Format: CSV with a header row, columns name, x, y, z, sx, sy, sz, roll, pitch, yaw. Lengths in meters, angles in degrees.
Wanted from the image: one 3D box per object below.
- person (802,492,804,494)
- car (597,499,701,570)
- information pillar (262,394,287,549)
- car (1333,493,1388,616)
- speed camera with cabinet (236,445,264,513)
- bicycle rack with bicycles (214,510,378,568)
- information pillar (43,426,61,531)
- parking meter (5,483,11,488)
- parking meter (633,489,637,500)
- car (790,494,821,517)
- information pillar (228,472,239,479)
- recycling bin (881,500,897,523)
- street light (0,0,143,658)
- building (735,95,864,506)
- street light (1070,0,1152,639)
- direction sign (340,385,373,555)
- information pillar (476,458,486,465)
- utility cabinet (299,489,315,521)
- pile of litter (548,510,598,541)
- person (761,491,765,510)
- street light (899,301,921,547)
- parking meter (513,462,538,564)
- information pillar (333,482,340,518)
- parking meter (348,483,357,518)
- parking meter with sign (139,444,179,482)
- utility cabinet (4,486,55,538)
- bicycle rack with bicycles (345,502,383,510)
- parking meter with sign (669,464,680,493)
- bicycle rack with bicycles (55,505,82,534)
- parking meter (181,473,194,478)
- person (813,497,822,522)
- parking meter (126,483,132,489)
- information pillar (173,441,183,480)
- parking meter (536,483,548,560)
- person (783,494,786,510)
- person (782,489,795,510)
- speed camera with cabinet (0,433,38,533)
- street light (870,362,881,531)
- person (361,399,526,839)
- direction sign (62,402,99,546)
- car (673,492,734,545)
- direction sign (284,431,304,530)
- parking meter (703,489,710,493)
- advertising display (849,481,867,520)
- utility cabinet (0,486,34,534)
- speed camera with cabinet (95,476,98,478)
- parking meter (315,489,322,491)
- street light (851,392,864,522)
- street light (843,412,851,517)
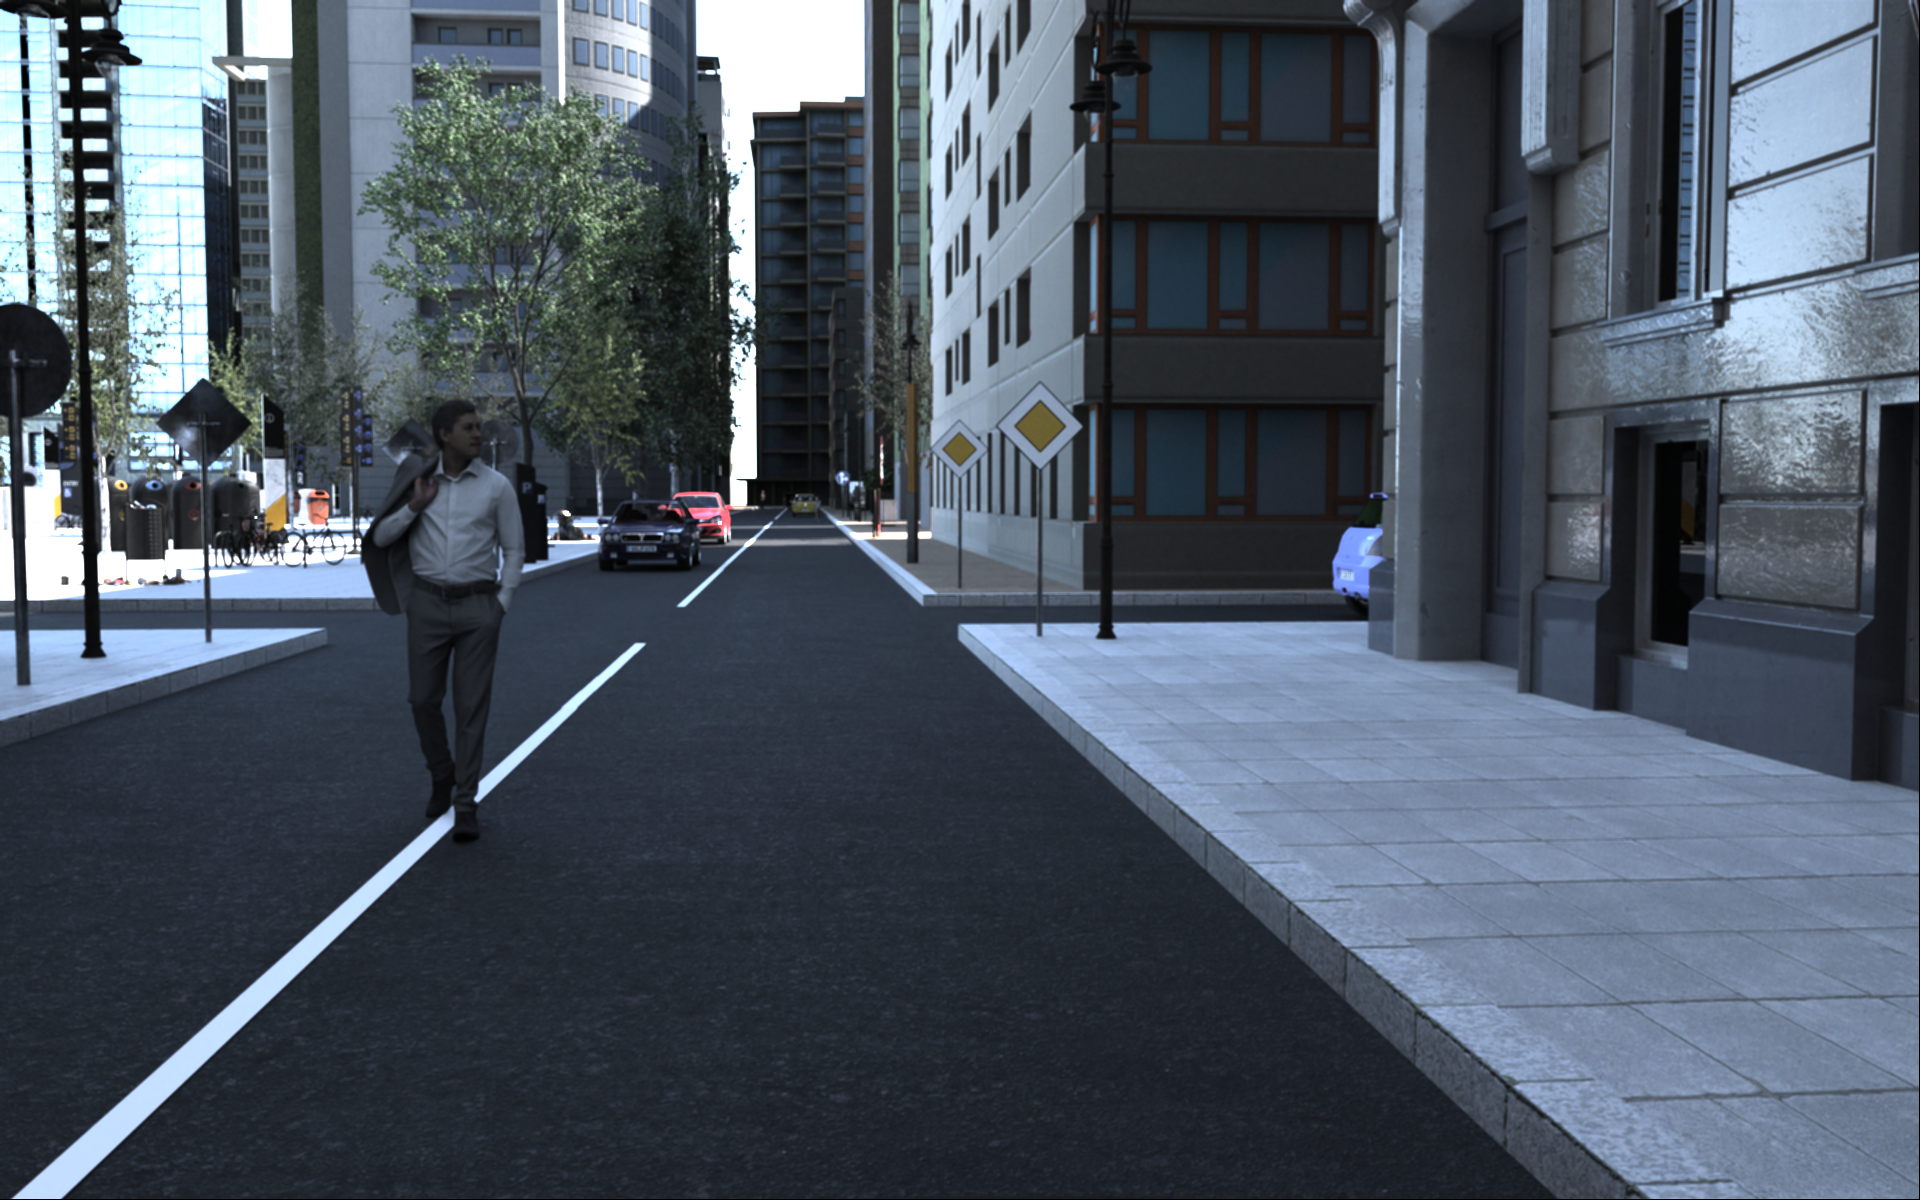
name,x,y,z,sx,sy,sz,roll,pitch,yaw
person,-12.599,-7.872,138.680,0.415,1.643,0.593,-3,5,-41
car,-6.021,-1.297,33.778,1.945,1.354,3.894,0,4,-5
information pillar,-16.116,-3.017,40.678,0.504,3.616,0.183,-3,4,-36
car,6.169,-0.621,19.742,3.694,1.707,1.945,0,4,-6
speed camera with cabinet,-28.445,-4.642,70.240,2.038,3.252,0.660,1,4,21
bicycle rack with bicycles,-12.202,-1.077,30.994,2.852,0.926,2.925,1,4,14
information pillar,-31.247,-4.172,59.572,0.504,3.616,0.183,-3,4,-39
parking meter,-47.973,-4.989,87.284,0.399,1.863,0.255,0,4,-2
parking meter,-14.667,-4.294,78.616,0.372,1.533,0.369,0,3,0
car,-9.909,-6.166,111.043,2.015,1.641,3.980,0,4,-5
information pillar,-24.707,-3.331,58.953,0.304,2.012,0.304,-1,4,-15
recycling bin,-3.291,-4.029,78.420,0.722,1.027,0.722,-1,4,-17
street light,-6.820,-2.487,13.454,0.468,5.910,1.993,0,4,-5
building,-10.327,-32.959,193.496,28.867,44.769,22.147,0,4,-5
street light,1.299,-2.595,15.215,0.468,5.910,1.993,0,4,-5
direction sign,-12.754,-2.717,36.414,0.876,3.537,0.379,3,5,44
information pillar,-23.407,-5.711,84.732,0.504,3.616,0.183,0,4,-4
utility cabinet,-31.060,-4.506,82.352,0.318,1.500,1.173,-3,5,-44
pile of litter,-10.743,-2.058,47.608,1.719,0.858,1.176,2,4,35
person,-17.967,-9.161,158.816,0.750,1.759,0.617,2,4,31
street light,-1.205,-4.209,41.601,0.468,5.910,1.993,0,4,-5
parking meter,-8.043,-1.612,32.063,0.399,1.863,0.255,-2,4,-33
information pillar,-33.899,-5.484,94.158,0.304,2.012,0.304,-3,4,-36
parking meter,-32.743,-5.364,93.412,0.399,1.863,0.255,1,4,17
parking meter with sign,-28.333,-3.940,60.680,1.738,3.016,0.543,-1,4,-15
utility cabinet,-26.786,-2.524,49.946,1.173,1.500,0.318,-2,4,-34
bicycle rack with bicycles,-26.210,-3.949,77.948,2.852,0.926,2.925,1,4,15
parking meter with sign,-15.747,-6.109,96.144,0.543,3.016,1.738,0,4,-2
bicycle rack with bicycles,-27.061,-2.576,55.504,2.925,0.926,2.852,2,4,26
parking meter,-21.535,-2.607,48.333,0.255,1.863,0.399,-1,4,-9
person,-7.204,-4.571,87.508,0.475,1.303,0.640,-3,5,-40
parking meter,-42.027,-5.022,87.820,0.399,1.863,0.255,-1,4,-20
information pillar,-29.575,-4.537,65.539,0.183,3.616,0.504,0,4,7
parking meter,-8.202,-1.544,33.658,0.372,1.533,0.369,0,3,0
person,-16.214,-9.033,159.405,0.599,1.433,0.991,0,4,-4
person,-15.243,-8.941,154.312,1.348,1.869,0.705,0,4,3
speed camera with cabinet,-30.927,-3.767,55.929,2.038,3.252,0.660,-2,4,-31
street light,-2.935,-5.354,60.328,0.468,5.910,1.993,0,4,-5
person,-2.211,0.071,7.434,0.679,1.850,0.850,-1,4,-13
direction sign,-21.742,-3.111,42.865,0.876,3.537,0.379,0,4,4
car,-7.622,-2.516,50.182,2.155,1.783,4.494,0,4,-5
direction sign,-23.902,-4.279,61.965,0.876,3.537,0.379,-3,4,-37
parking meter,-13.755,-5.244,94.155,0.372,1.533,0.369,0,3,0
advertising display,-5.020,-4.881,85.024,0.974,1.923,0.123,2,4,29
utility cabinet,-32.633,-3.110,59.531,1.173,1.500,0.318,-1,4,-12
speed camera with cabinet,-45.065,-5.907,90.919,0.660,3.252,2.038,-1,4,-9
parking meter,-31.416,-4.675,84.849,0.372,1.533,0.369,0,3,0
street light,-4.562,-6.465,78.488,0.468,5.910,1.993,0,4,-5
street light,-6.304,-7.625,97.451,0.468,5.910,1.993,0,4,-5
